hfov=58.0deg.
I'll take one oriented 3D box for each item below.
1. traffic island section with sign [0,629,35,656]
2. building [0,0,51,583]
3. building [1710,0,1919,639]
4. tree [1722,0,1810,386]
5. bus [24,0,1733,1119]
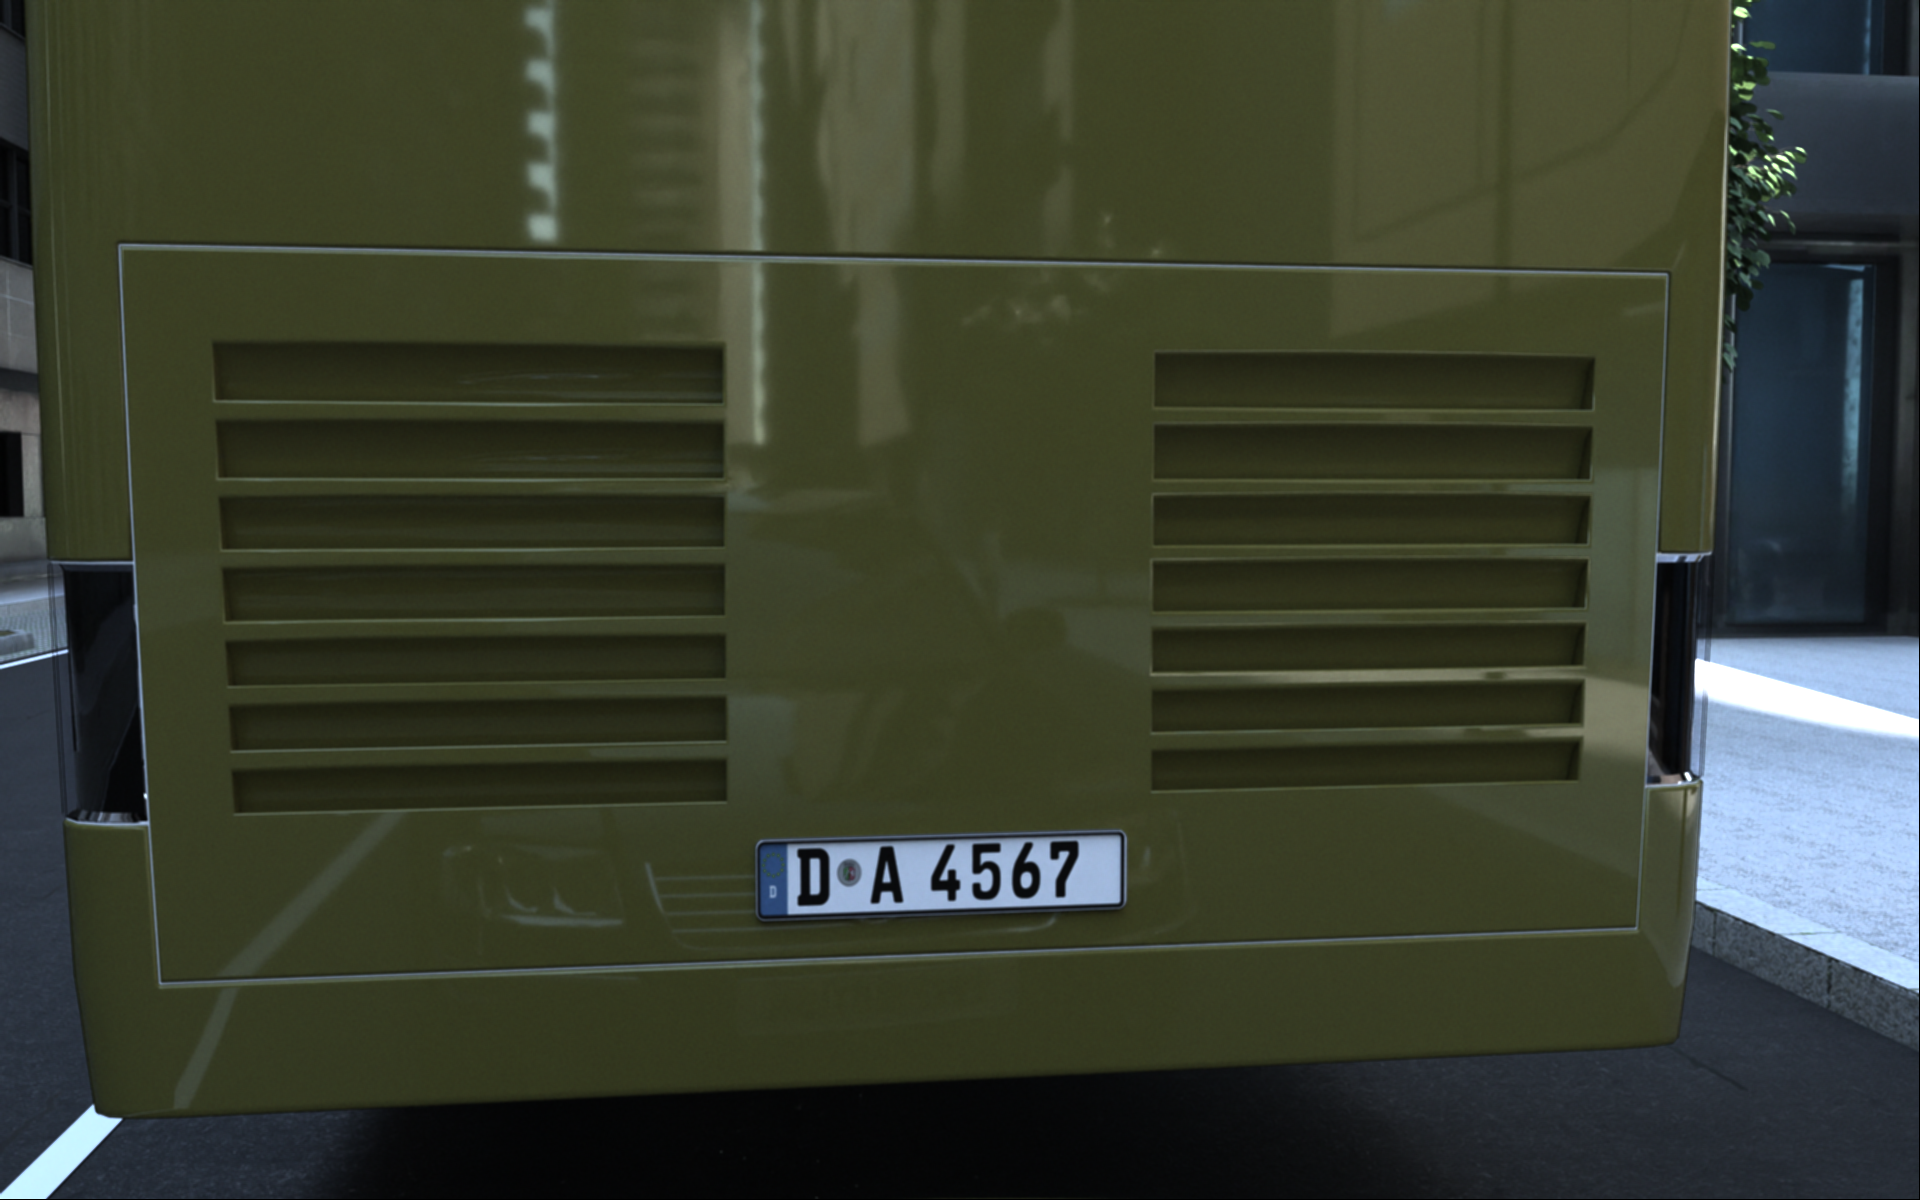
[{"bbox_3d":[-9.457,-0.410,15.334,1.989,1.847,2.006,0,4,-8],"label":"traffic island section with sign"},{"bbox_3d":[-17.720,-11.882,13.342,14.314,24.678,30.058,0,4,-8],"label":"building"},{"bbox_3d":[11.429,-24.949,27.530,23.786,49.044,30.456,0,4,-8],"label":"building"},{"bbox_3d":[3.100,-1.598,9.845,4.285,4.588,4.351,0,3,0],"label":"tree"},{"bbox_3d":[-0.880,-1.038,8.524,2.896,3.916,12.252,0,4,-8],"label":"bus"}]
